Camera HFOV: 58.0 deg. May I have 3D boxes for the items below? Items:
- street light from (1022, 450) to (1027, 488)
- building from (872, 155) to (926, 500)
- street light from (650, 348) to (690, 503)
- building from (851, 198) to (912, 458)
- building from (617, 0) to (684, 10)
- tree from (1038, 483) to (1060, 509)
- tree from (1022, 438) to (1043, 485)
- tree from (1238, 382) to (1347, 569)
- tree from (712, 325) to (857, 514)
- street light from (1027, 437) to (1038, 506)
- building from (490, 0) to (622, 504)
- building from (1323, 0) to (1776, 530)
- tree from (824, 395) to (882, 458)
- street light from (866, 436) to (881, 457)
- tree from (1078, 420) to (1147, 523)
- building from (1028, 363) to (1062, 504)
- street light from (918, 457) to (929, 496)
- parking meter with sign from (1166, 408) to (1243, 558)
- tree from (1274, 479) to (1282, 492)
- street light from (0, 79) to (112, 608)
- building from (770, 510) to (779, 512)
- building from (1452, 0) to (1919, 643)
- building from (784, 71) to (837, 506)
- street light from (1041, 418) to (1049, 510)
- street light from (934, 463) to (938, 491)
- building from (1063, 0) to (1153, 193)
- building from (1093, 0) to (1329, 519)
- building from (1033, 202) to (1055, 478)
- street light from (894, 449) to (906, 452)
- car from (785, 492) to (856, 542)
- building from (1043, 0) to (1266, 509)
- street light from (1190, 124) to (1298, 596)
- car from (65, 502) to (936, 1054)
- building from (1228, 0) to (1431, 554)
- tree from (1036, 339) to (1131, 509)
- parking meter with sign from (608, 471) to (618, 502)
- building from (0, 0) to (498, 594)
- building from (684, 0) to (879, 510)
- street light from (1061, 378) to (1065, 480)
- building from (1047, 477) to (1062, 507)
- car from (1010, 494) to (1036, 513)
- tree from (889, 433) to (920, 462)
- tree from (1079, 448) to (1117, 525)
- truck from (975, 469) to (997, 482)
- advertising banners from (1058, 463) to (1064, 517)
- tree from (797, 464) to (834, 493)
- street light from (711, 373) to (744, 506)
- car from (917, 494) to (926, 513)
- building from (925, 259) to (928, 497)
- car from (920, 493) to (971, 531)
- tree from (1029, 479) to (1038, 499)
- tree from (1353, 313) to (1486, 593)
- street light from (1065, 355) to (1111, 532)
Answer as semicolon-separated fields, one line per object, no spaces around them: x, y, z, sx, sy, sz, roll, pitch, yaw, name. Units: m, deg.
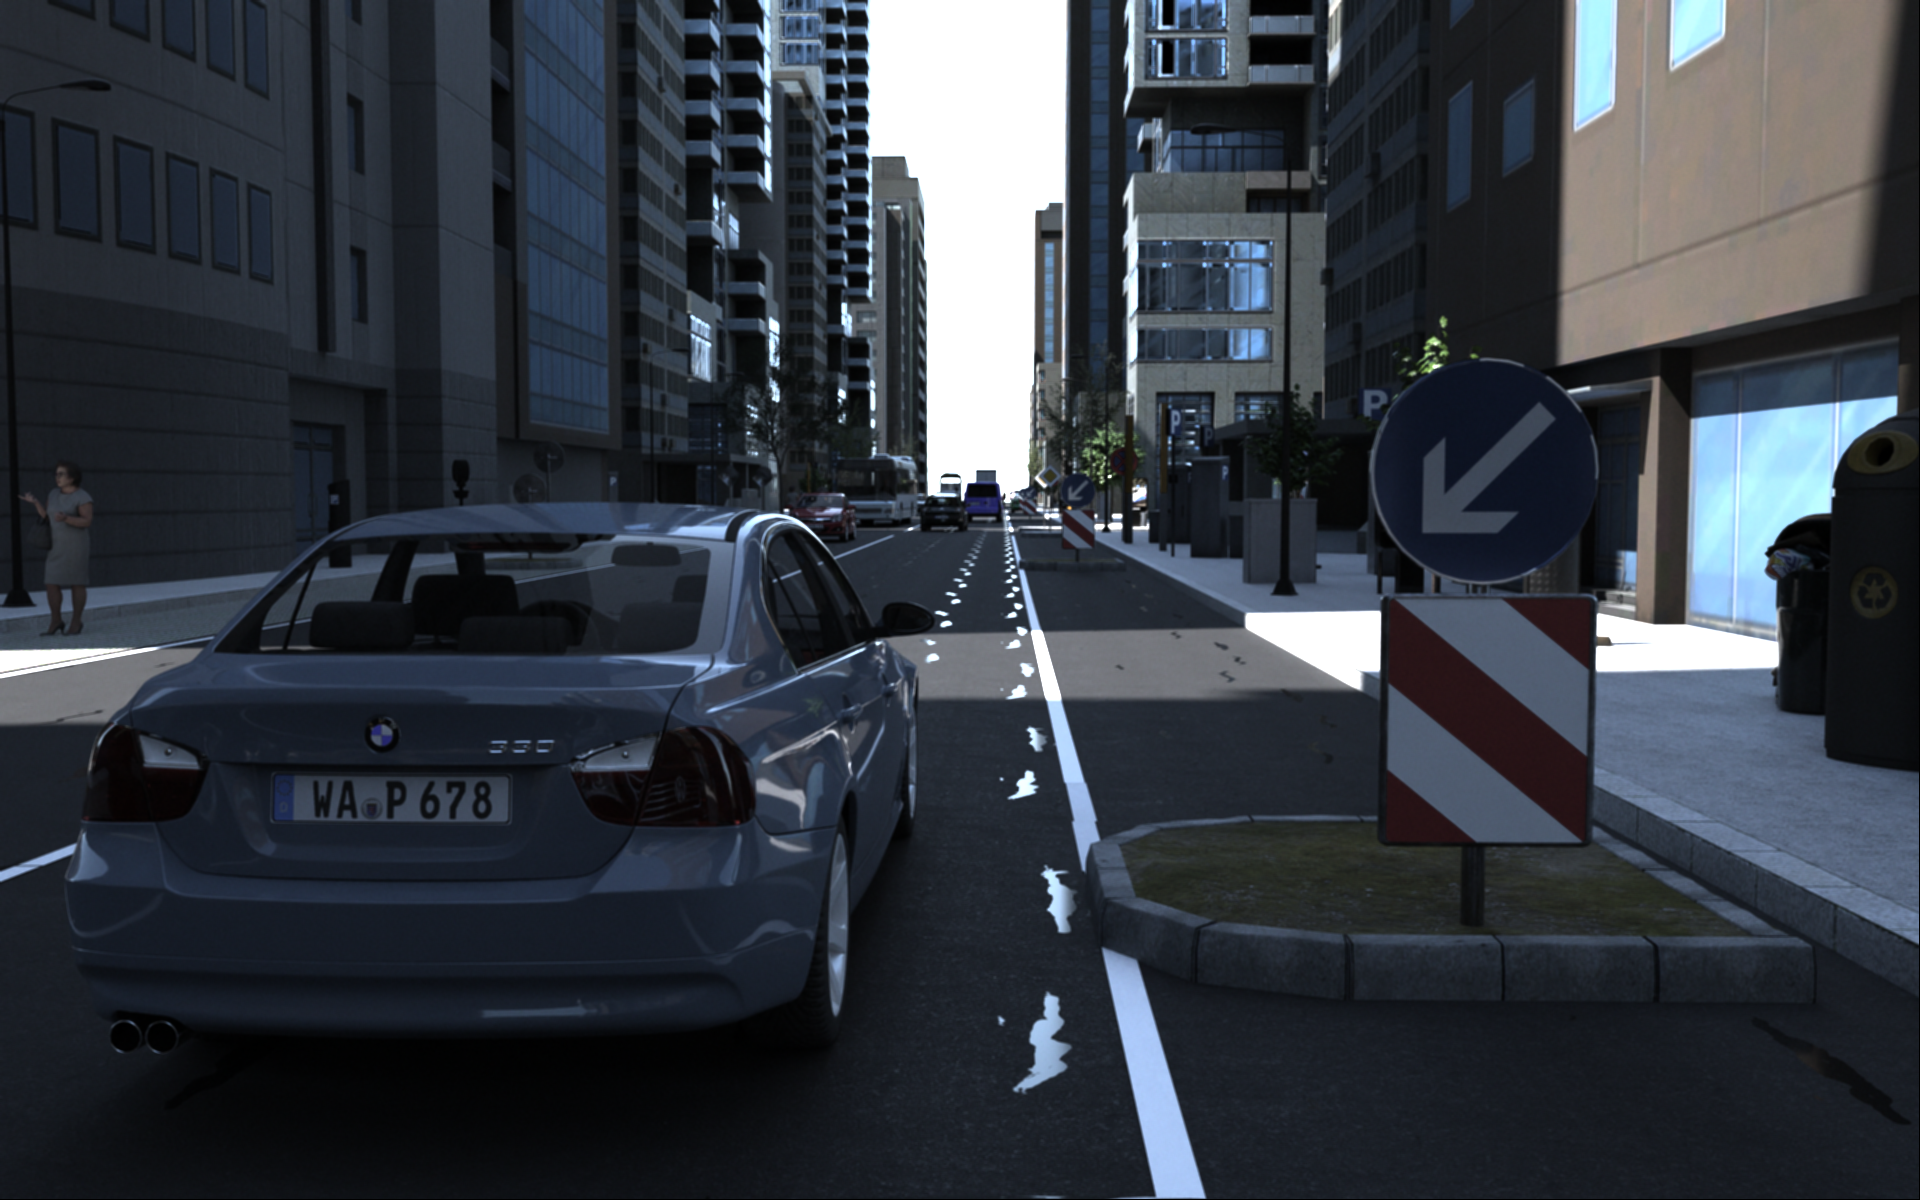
7.525;-12.769;181.315;1.470;5.913;1.316;0;4;1;street light
-16.123;-38.365;250.964;21.300;48.544;21.600;0;4;1;building
-9.286;-5.057;55.223;1.470;5.913;1.316;0;4;1;street light
-13.785;-33.596;232.887;14.154;41.232;14.086;0;4;1;building
-25.731;-23.641;78.406;32.217;40.220;23.993;0;4;1;building
8.215;-9.835;155.397;1.663;3.219;1.824;0;3;0;tree
9.858;-16.758;224.355;4.737;8.622;4.395;0;3;0;tree
5.877;-2.161;29.936;1.663;3.219;1.824;0;3;0;tree
-9.695;-9.807;94.765;8.767;10.594;7.601;0;4;4;tree
6.566;-10.587;145.642;1.470;5.913;1.316;0;4;1;street light
-18.281;-24.366;48.500;14.200;45.320;14.600;0;4;1;building
23.788;-25.844;72.657;14.200;45.320;14.600;0;4;1;building
-8.190;-10.973;129.776;4.737;8.622;4.395;0;3;0;tree
-7.172;-10.416;142.848;1.470;5.913;1.316;0;4;1;street light
6.702;-5.693;76.797;4.285;4.588;4.351;0;3;0;tree
25.317;-26.986;286.263;27.650;21.520;28.899;0;4;1;building
-5.193;-15.503;226.015;1.470;5.913;1.316;0;4;1;street light
5.049;-2.367;34.969;1.738;3.016;0.543;2;4;34;parking meter with sign
16.378;-6.148;84.232;4.285;4.588;4.351;0;3;0;tree
-10.194;-2.875;19.549;1.470;5.913;1.316;0;4;1;street light
-23.148;-48.944;112.910;22.319;86.520;31.000;0;4;1;building
13.525;-22.434;16.902;14.600;45.320;14.200;0;4;1;building
-24.679;-28.237;153.562;32.217;40.220;23.993;0;4;1;building
5.725;-8.117;105.247;1.470;5.913;1.316;0;4;1;street light
-4.202;-17.696;261.864;1.470;5.913;1.316;0;4;1;street light
15.073;-29.557;133.374;14.600;45.320;14.200;0;4;1;building
18.554;-48.245;101.480;22.319;86.520;31.000;0;4;1;building
18.140;-37.559;264.195;14.600;45.320;14.200;0;4;1;building
-6.292;-12.634;179.100;1.470;5.913;1.316;0;4;1;street light
-4.209;-2.683;52.908;2.155;1.783;4.494;0;4;1;car
21.201;-54.182;198.541;22.319;86.520;31.000;0;4;1;building
3.589;-3.018;21.889;1.470;5.913;1.316;0;4;1;street light
-1.116;0.379;5.800;2.014;1.417;4.499;0;4;2;car
22.836;-21.529;43.885;32.217;40.220;23.993;0;4;1;building
6.015;-8.063;82.192;4.360;8.622;3.978;0;3;0;tree
-11.923;-3.807;58.503;1.738;3.016;0.543;3;5;43;parking meter with sign
-21.838;-29.592;25.828;21.231;58.520;28.212;0;4;1;building
-19.260;-53.030;179.708;22.319;86.520;31.000;0;4;1;building
4.717;-5.921;69.357;1.470;5.913;1.316;0;4;1;street light
25.020;-29.390;172.408;32.217;40.220;23.993;0;4;1;building
4.657;-7.288;127.953;1.959;1.807;4.718;0;4;0;car
-6.659;-15.389;201.971;4.360;8.622;3.978;0;3;0;tree
5.842;-4.788;72.887;1.663;3.219;1.824;0;3;0;tree
3.072;-12.984;201.205;2.839;4.237;11.283;0;4;1;truck
5.676;-6.170;97.072;0.090;3.025;2.074;1;4;11;advertising banners
-9.125;-7.083;110.407;1.663;3.219;1.824;0;3;0;tree
-8.951;-5.735;66.311;1.470;5.913;1.316;0;4;1;street light
-3.109;-6.689;119.157;2.009;1.686;4.222;0;4;-1;car
-12.705;-37.294;293.348;14.154;41.232;14.086;0;4;1;building
-0.604;-3.571;68.168;2.009;1.686;4.222;0;4;3;car
8.503;-12.067;191.894;1.663;3.219;1.824;0;3;0;tree
5.148;-1.469;18.618;1.663;3.219;1.824;0;3;0;tree
4.365;-5.223;57.932;1.470;5.913;1.316;0;4;1;street light
